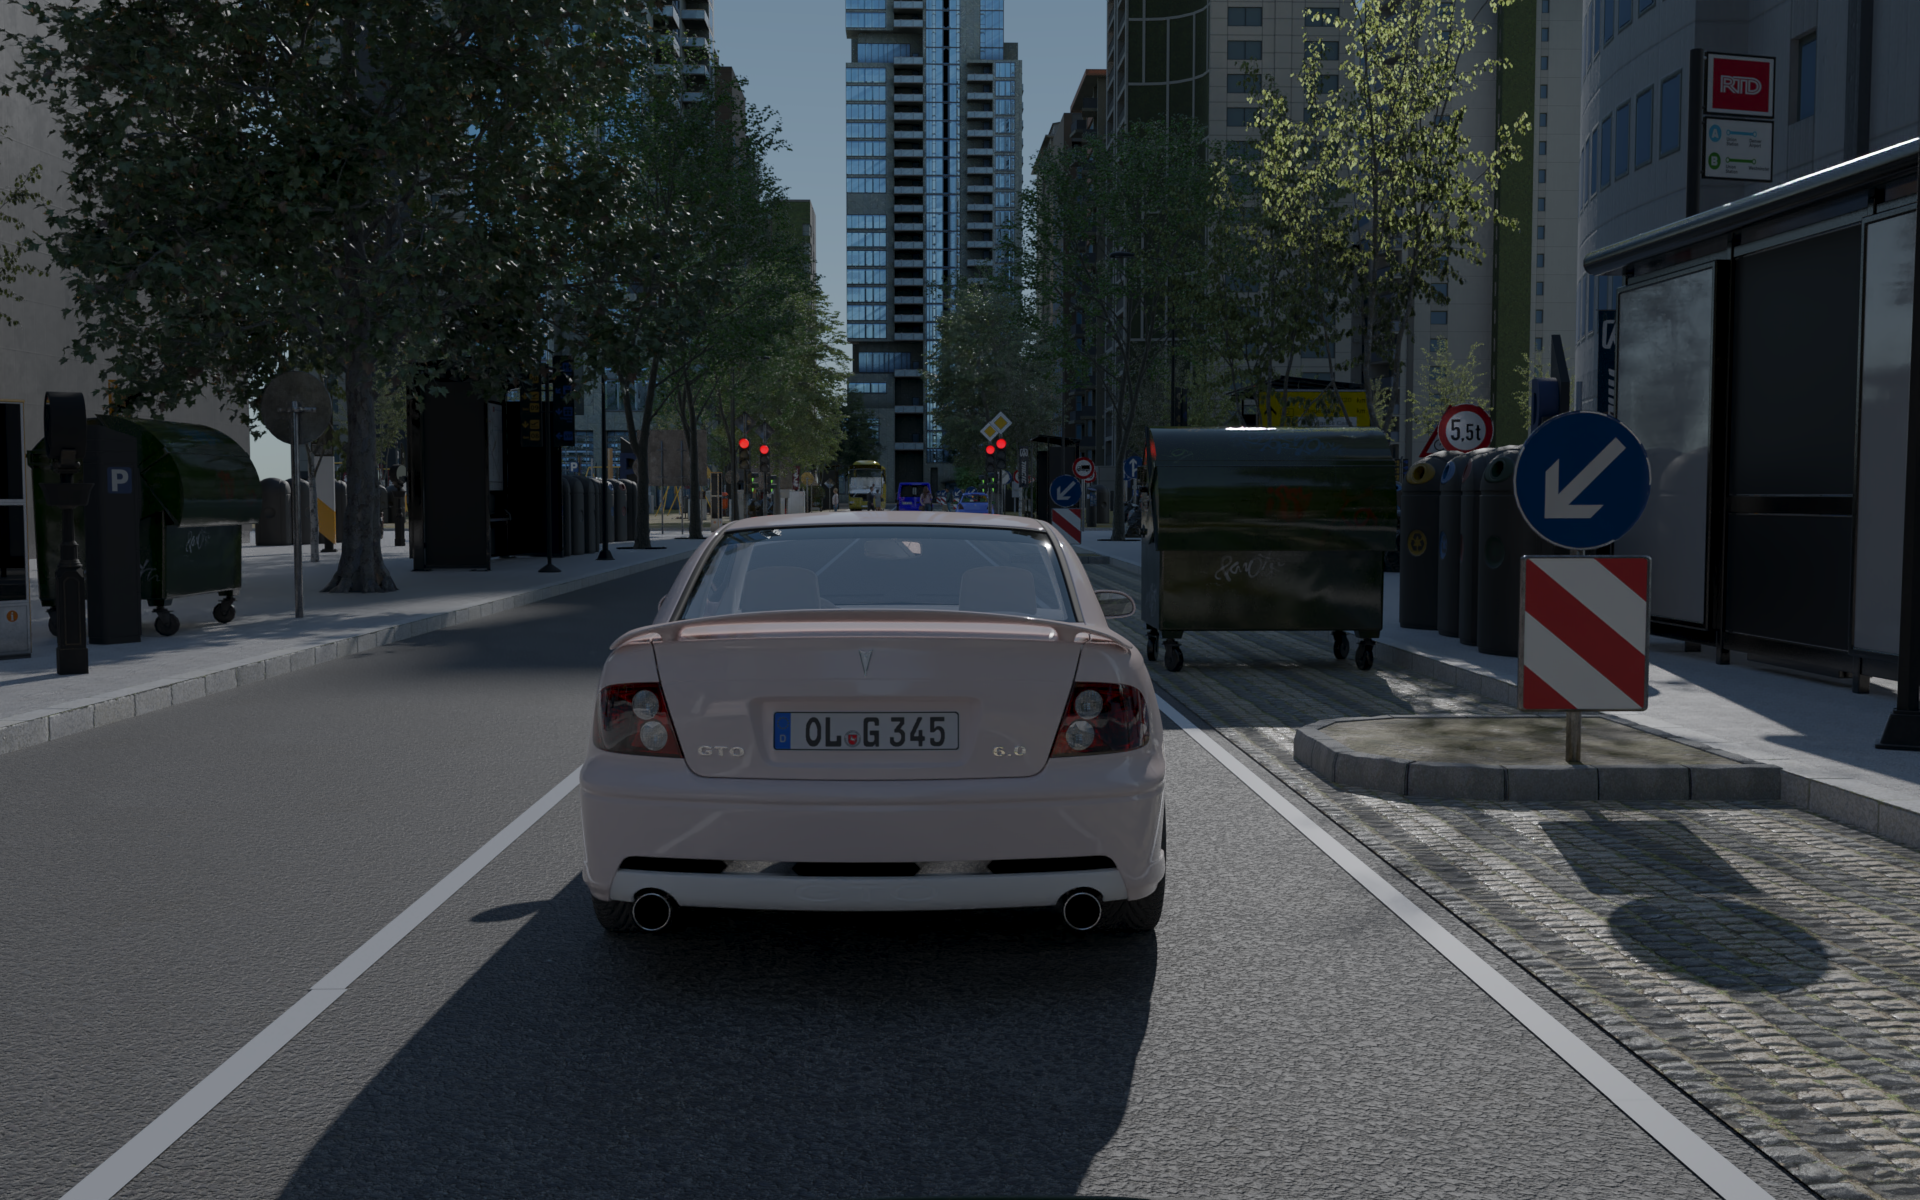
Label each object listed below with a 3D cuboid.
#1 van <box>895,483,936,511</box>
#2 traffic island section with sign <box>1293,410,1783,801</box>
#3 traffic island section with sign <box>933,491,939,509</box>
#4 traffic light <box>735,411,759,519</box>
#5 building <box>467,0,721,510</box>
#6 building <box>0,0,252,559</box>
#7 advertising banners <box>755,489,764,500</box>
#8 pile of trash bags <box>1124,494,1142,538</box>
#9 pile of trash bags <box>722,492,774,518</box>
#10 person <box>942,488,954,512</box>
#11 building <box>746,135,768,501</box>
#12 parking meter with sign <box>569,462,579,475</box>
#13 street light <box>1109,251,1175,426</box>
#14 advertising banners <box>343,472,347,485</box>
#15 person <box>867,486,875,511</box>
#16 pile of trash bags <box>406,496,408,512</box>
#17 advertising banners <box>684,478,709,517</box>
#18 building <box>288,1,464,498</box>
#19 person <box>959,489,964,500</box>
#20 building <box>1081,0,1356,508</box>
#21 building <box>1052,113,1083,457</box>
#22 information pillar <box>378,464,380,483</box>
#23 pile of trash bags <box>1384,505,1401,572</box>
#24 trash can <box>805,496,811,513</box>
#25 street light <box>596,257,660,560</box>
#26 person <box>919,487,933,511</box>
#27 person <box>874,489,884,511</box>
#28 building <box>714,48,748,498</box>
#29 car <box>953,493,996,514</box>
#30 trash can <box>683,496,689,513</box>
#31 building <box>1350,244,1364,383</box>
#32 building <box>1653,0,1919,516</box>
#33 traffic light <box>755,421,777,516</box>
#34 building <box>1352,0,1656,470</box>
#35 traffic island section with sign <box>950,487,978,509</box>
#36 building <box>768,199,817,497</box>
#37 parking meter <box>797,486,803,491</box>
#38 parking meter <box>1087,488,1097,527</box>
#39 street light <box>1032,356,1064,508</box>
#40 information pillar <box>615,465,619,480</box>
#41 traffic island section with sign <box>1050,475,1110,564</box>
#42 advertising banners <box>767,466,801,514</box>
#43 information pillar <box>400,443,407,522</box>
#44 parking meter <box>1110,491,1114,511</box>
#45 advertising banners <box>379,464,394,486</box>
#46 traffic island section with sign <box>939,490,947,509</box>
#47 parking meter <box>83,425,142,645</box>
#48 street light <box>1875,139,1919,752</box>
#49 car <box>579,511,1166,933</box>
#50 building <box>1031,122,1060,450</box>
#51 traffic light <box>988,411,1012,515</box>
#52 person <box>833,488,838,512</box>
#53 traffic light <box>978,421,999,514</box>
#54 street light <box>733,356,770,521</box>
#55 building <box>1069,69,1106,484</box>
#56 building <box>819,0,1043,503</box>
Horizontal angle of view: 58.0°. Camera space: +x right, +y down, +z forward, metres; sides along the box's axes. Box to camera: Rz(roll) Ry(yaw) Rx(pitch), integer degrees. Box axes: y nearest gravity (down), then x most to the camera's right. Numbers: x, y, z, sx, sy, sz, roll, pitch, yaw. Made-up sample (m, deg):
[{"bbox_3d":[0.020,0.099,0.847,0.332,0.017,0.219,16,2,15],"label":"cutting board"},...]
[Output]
[{"bbox_3d":[-2.441,-5.490,94.138,2.240,2.365,5.245,0,4,-1],"label":"van"},{"bbox_3d":[2.821,-0.022,8.980,1.989,1.847,2.006,0,4,-2],"label":"traffic island section with sign"},{"bbox_3d":[-1.694,-9.785,168.618,1.989,1.847,2.006,0,4,-2],"label":"traffic island section with sign"},{"bbox_3d":[-7.244,-4.259,58.548,0.839,4.253,0.868,0,4,-2],"label":"traffic light"},{"bbox_3d":[-32.565,-51.499,154.676,22.319,86.520,31.000,0,4,-2],"label":"building"},{"bbox_3d":[-30.346,-15.011,38.938,24.014,27.812,14.314,0,4,-2],"label":"building"},{"bbox_3d":[-14.656,-8.122,128.974,2.074,3.025,0.090,0,4,8],"label":"advertising banners"},{"bbox_3d":[5.688,-2.601,52.280,1.912,1.369,3.447,0,4,3],"label":"pile of trash bags"},{"bbox_3d":[-10.805,-4.732,87.117,3.447,1.369,1.912,-1,4,-23],"label":"pile of trash bags"},{"bbox_3d":[-0.777,-6.173,109.410,0.713,1.824,0.794,1,4,23],"label":"person"},{"bbox_3d":[-30.169,-31.522,198.974,14.086,41.232,14.154,0,4,-2],"label":"building"},{"bbox_3d":[-21.118,-5.917,93.002,0.543,3.016,1.738,1,4,18],"label":"parking meter with sign"},{"bbox_3d":[3.557,-3.719,33.343,1.470,5.913,1.316,0,4,-2],"label":"street light"},{"bbox_3d":[-49.859,-8.702,138.471,2.074,3.025,0.090,-1,4,-22],"label":"advertising banners"},{"bbox_3d":[-4.752,-5.223,93.672,0.755,1.850,0.659,2,4,30],"label":"person"},{"bbox_3d":[-39.923,-6.846,121.687,3.447,1.369,1.912,2,4,32],"label":"pile of trash bags"},{"bbox_3d":[-13.735,-5.858,91.974,2.074,3.025,0.090,0,4,-3],"label":"advertising banners"},{"bbox_3d":[-61.669,-46.218,193.916,20.611,71.187,20.563,0,4,-2],"label":"building"},{"bbox_3d":[0.212,-6.601,116.849,0.576,1.772,0.534,0,4,-5],"label":"person"},{"bbox_3d":[21.988,-43.684,152.485,20.563,71.187,20.611,0,4,-2],"label":"building"},{"bbox_3d":[18.156,-33.612,199.674,14.600,45.320,14.200,0,4,-2],"label":"building"},{"bbox_3d":[-45.252,-8.785,134.982,0.183,3.616,0.504,-2,4,-23],"label":"information pillar"},{"bbox_3d":[6.819,-1.136,28.330,1.912,1.369,3.447,-1,4,-14],"label":"pile of trash bags"},{"bbox_3d":[-11.870,-7.359,131.967,0.748,1.137,0.748,0,3,0],"label":"trash can"},{"bbox_3d":[-6.358,-3.730,33.525,1.470,5.913,1.316,0,4,-2],"label":"street light"},{"bbox_3d":[-1.532,-3.967,73.947,0.593,1.750,0.643,-2,4,-33],"label":"person"},{"bbox_3d":[-5.752,-7.011,123.495,0.716,1.782,0.532,0,4,1],"label":"person"},{"bbox_3d":[-29.550,-32.323,178.585,14.600,45.320,14.200,0,4,-2],"label":"building"},{"bbox_3d":[0.656,-4.210,78.423,1.945,1.707,3.694,0,4,-1],"label":"car"},{"bbox_3d":[-18.292,-6.305,114.737,0.748,1.137,0.748,0,3,0],"label":"trash can"},{"bbox_3d":[38.041,-26.266,201.150,14.107,30.474,14.160,0,4,-2],"label":"building"},{"bbox_3d":[23.965,-30.031,33.001,21.231,58.520,28.212,0,4,-2],"label":"building"},{"bbox_3d":[-7.470,-4.747,66.530,0.839,4.253,0.868,0,4,-2],"label":"traffic light"},{"bbox_3d":[59.817,-40.062,197.006,28.212,58.520,21.231,0,4,-2],"label":"building"},{"bbox_3d":[0.478,-5.084,91.754,1.989,1.847,2.006,0,4,-2],"label":"traffic island section with sign"},{"bbox_3d":[-27.284,-34.164,242.173,14.086,41.232,14.154,0,4,-2],"label":"building"},{"bbox_3d":[-11.160,-7.026,120.592,0.399,1.863,0.255,2,4,35],"label":"parking meter"},{"bbox_3d":[5.110,-3.591,67.127,0.372,1.533,0.369,0,3,0],"label":"parking meter"},{"bbox_3d":[2.915,-5.231,58.072,1.470,5.913,1.316,0,4,-2],"label":"street light"},{"bbox_3d":[-27.159,-8.915,137.114,0.183,3.616,0.504,-2,4,-33],"label":"information pillar"},{"bbox_3d":[2.043,-1.690,36.259,1.989,1.847,2.006,0,4,-2],"label":"traffic island section with sign"},{"bbox_3d":[-10.869,-6.783,107.094,2.074,3.025,0.090,0,4,6],"label":"advertising banners"},{"bbox_3d":[-25.500,-5.382,79.356,0.183,3.616,0.504,0,4,-2],"label":"information pillar"},{"bbox_3d":[11.444,-7.426,129.819,0.372,1.533,0.369,0,3,0],"label":"parking meter"},{"bbox_3d":[-33.868,-6.508,102.596,0.090,3.025,2.074,1,4,11],"label":"advertising banners"},{"bbox_3d":[-0.287,-6.732,118.699,1.989,1.847,2.006,0,4,-2],"label":"traffic island section with sign"},{"bbox_3d":[-7.276,-0.561,14.887,0.255,1.863,0.399,2,4,30],"label":"parking meter"},{"bbox_3d":[4.252,-2.204,8.579,1.470,5.913,1.316,0,4,-2],"label":"street light"},{"bbox_3d":[-0.271,0.325,7.043,2.083,1.381,4.827,0,4,0],"label":"car"},{"bbox_3d":[24.883,-40.443,250.486,27.495,52.752,28.713,0,4,-2],"label":"building"},{"bbox_3d":[1.363,-4.274,58.807,0.839,4.253,0.868,0,4,-2],"label":"traffic light"},{"bbox_3d":[-6.366,-4.948,90.066,0.598,1.740,0.731,-2,4,-24],"label":"person"},{"bbox_3d":[1.137,-4.763,66.788,0.839,4.253,0.868,0,4,-2],"label":"traffic light"},{"bbox_3d":[-7.085,-5.254,58.441,1.470,5.913,1.316,0,4,-2],"label":"street light"},{"bbox_3d":[22.776,-32.012,178.016,22.147,44.769,28.867,0,4,-2],"label":"building"},{"bbox_3d":[-4.271,-57.067,245.719,31.000,86.520,22.319,0,4,-2],"label":"building"}]
